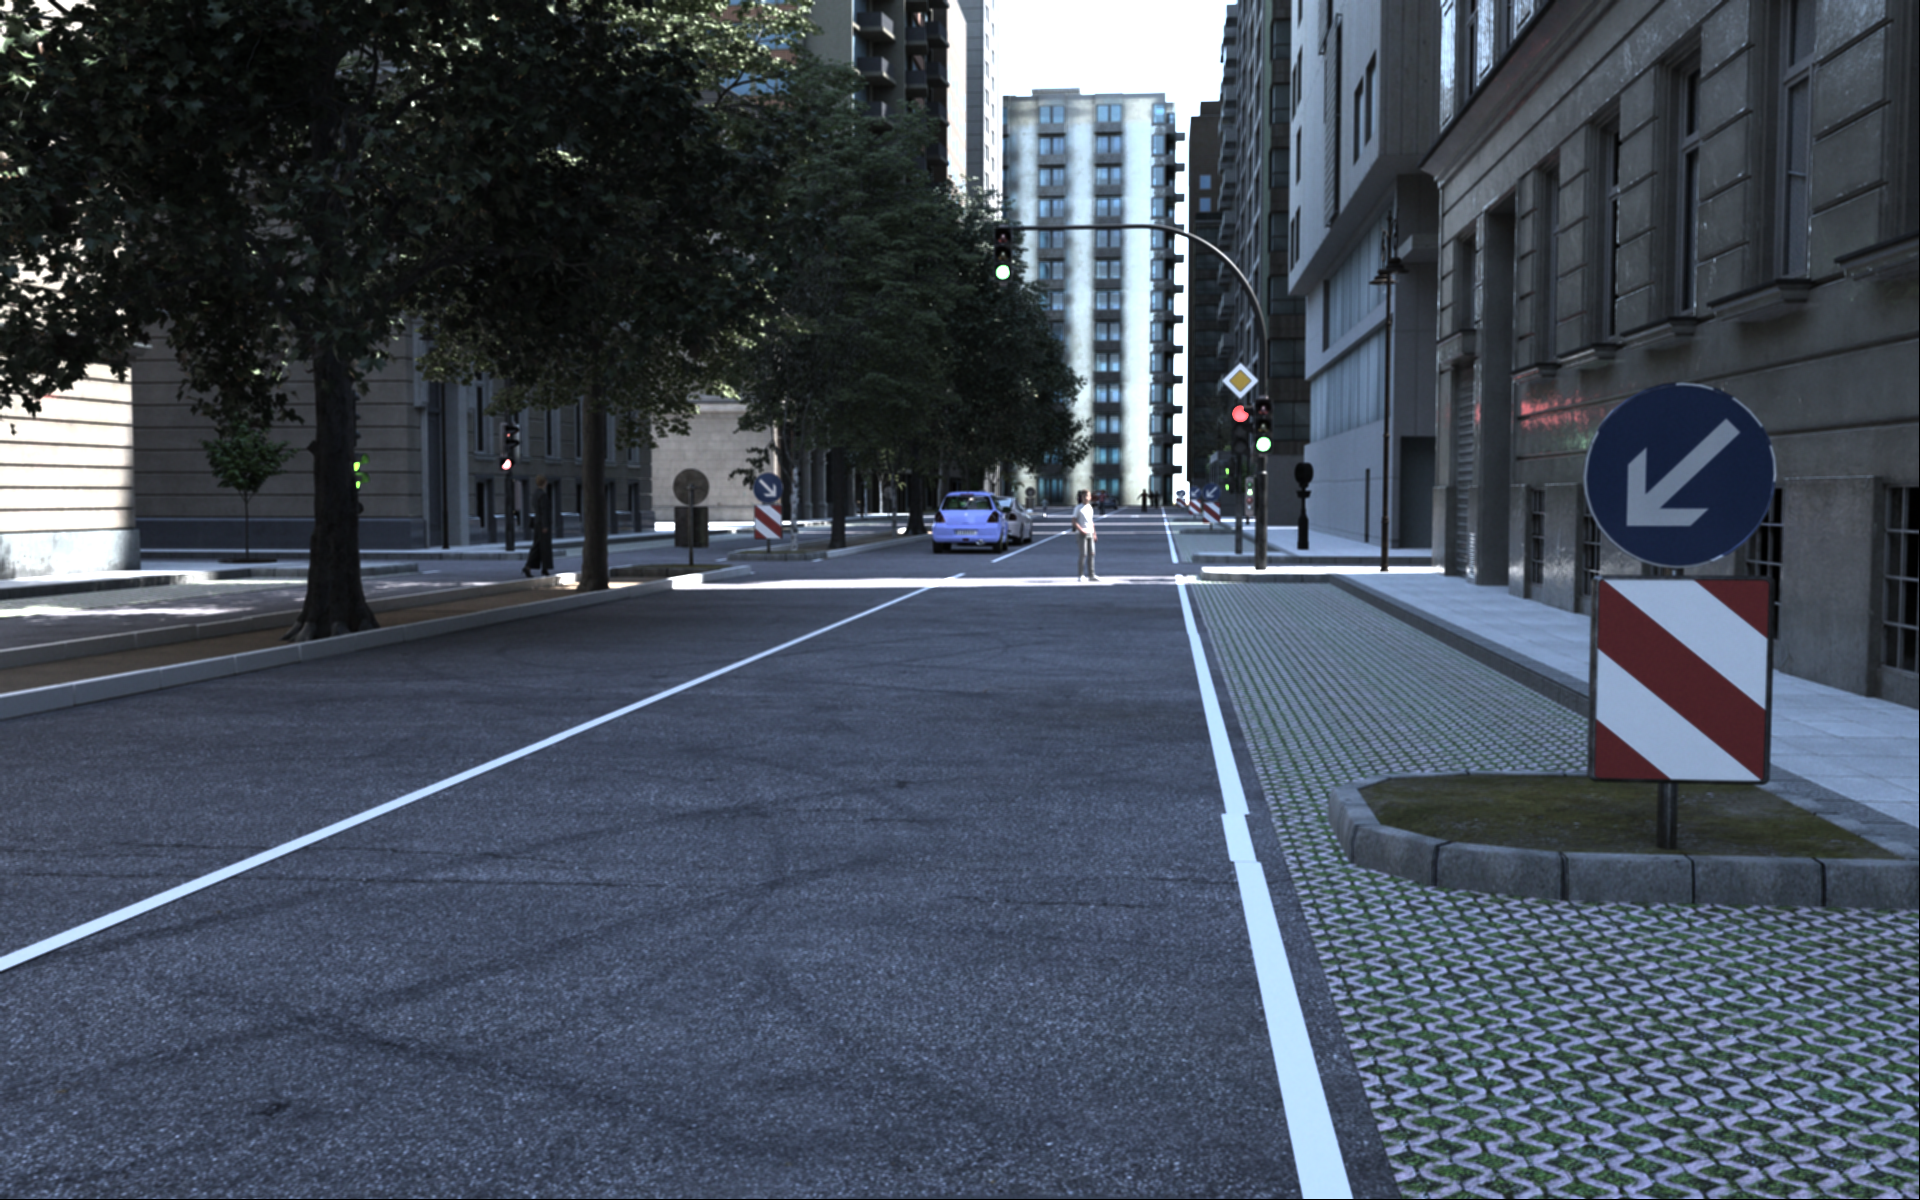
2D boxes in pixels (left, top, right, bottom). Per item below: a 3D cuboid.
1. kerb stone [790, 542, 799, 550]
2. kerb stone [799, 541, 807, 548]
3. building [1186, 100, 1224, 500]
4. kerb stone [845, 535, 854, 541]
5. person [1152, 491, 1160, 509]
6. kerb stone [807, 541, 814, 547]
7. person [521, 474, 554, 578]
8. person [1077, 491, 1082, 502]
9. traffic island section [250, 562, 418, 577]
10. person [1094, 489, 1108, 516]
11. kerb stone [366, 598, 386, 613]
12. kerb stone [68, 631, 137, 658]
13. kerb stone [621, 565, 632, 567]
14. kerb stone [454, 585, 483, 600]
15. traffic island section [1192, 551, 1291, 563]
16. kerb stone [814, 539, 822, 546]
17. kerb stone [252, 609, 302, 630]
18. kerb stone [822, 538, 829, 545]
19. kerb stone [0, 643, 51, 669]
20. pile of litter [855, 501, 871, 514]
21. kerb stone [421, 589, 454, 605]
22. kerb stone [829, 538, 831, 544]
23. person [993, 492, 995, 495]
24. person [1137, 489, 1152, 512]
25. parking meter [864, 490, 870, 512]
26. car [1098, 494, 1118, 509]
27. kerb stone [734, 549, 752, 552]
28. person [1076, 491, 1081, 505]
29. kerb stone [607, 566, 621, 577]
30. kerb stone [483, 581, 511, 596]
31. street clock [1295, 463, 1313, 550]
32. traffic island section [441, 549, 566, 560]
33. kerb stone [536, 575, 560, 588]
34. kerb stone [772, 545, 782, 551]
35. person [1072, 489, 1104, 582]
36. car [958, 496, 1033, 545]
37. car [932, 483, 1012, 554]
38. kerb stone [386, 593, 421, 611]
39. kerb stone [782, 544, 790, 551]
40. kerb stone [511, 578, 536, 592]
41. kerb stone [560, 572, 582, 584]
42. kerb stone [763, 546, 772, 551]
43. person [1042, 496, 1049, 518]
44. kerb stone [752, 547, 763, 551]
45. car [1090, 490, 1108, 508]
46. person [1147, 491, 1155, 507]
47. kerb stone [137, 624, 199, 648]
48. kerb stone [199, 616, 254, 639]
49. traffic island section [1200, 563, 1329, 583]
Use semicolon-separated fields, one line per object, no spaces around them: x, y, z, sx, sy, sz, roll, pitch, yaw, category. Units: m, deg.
-4.372;-1.363;44.538;0.120;0.150;1.000;0;4;7;kerb stone
-4.259;-1.429;45.557;0.120;0.150;1.000;0;4;7;kerb stone
33.458;-33.632;199.993;14.200;45.320;14.600;0;4;7;building
-3.443;-1.864;52.677;0.120;0.150;1.000;0;4;7;kerb stone
19.369;-9.911;171.264;0.721;1.735;1.217;3;5;45;person
-4.146;-1.489;46.573;0.120;0.150;1.000;0;4;7;kerb stone
-7.207;-1.273;29.728;0.576;1.772;0.534;2;4;31;person
10.903;-9.075;157.611;0.721;1.736;1.217;1;4;21;person
-11.054;-0.536;31.045;2.009;0.180;2.903;0;4;7;traffic island section
9.443;-6.513;115.702;0.721;1.743;1.217;-3;5;-42;person
-7.131;0.100;20.564;0.120;0.150;1.000;0;4;7;kerb stone
-7.721;0.412;15.467;0.120;0.150;1.000;0;4;7;kerb stone
-5.965;-0.520;30.727;0.120;0.150;1.000;0;4;7;kerb stone
-6.788;-0.087;23.611;0.120;0.150;1.000;0;4;7;kerb stone
5.993;-0.908;37.124;2.009;0.180;2.903;0;4;7;traffic island section
-4.027;-1.551;47.588;0.120;0.150;1.000;0;4;7;kerb stone
-7.365;0.225;18.524;0.120;0.150;1.000;0;4;7;kerb stone
-3.910;-1.614;48.604;0.120;0.150;1.000;0;4;7;kerb stone
-7.832;0.476;14.451;0.120;0.150;1.000;0;4;7;kerb stone
-6.405;-5.841;109.472;1.719;0.858;1.176;1;4;17;pile of litter
-6.896;-0.024;22.594;0.120;0.150;1.000;0;4;7;kerb stone
-3.792;-1.677;49.620;0.120;0.150;1.000;0;4;7;kerb stone
2.776;-8.873;153.446;0.709;1.838;0.599;-2;4;-23;person
14.538;-7.828;136.447;1.348;1.831;0.705;2;4;29;person
-6.045;-6.389;112.876;0.372;1.533;0.369;0;3;0;parking meter
13.915;-9.233;162.969;2.014;1.417;4.499;0;4;7;car
-4.961;-1.054;39.434;0.120;0.150;1.000;0;4;7;kerb stone
10.449;-8.653;150.662;0.721;1.739;1.217;-2;4;-32;person
-6.078;-0.460;29.711;0.120;0.150;1.000;0;4;7;kerb stone
-6.661;-0.149;24.625;0.120;0.150;1.000;0;4;7;kerb stone
7.949;-2.171;40.074;0.358;2.002;0.471;-1;4;-19;street clock
-10.141;-1.021;38.978;2.009;0.180;2.903;0;4;7;traffic island section
-6.429;-0.272;26.659;0.120;0.150;1.000;0;4;7;kerb stone
-4.609;-1.239;42.493;0.120;0.150;1.000;0;4;7;kerb stone
2.068;-1.054;28.322;0.523;1.515;0.503;1;4;16;person
1.013;-2.287;49.750;2.083;1.381;4.827;0;4;7;car
0.290;-2.046;43.042;1.945;1.707;3.694;0;4;5;car
-7.014;0.038;21.579;0.120;0.150;1.000;0;4;7;kerb stone
-4.493;-1.304;43.513;0.120;0.150;1.000;0;4;7;kerb stone
-6.547;-0.211;25.644;0.120;0.150;1.000;0;4;7;kerb stone
-6.311;-0.335;27.675;0.120;0.150;1.000;0;4;7;kerb stone
-4.726;-1.179;41.474;0.120;0.150;1.000;0;4;7;kerb stone
5.119;-5.604;104.410;0.425;1.301;0.394;-1;4;-17;person
-4.843;-1.114;40.453;0.120;0.150;1.000;0;4;7;kerb stone
14.594;-10.471;179.878;2.281;1.827;5.304;0;4;5;car
21.152;-11.188;191.440;0.705;1.821;1.348;-2;4;-29;person
-7.602;0.349;16.489;0.120;0.150;1.000;0;4;7;kerb stone
-7.479;0.299;17.510;0.120;0.150;1.000;0;4;7;kerb stone
5.081;-0.423;29.191;2.009;0.180;2.903;0;4;7;traffic island section
